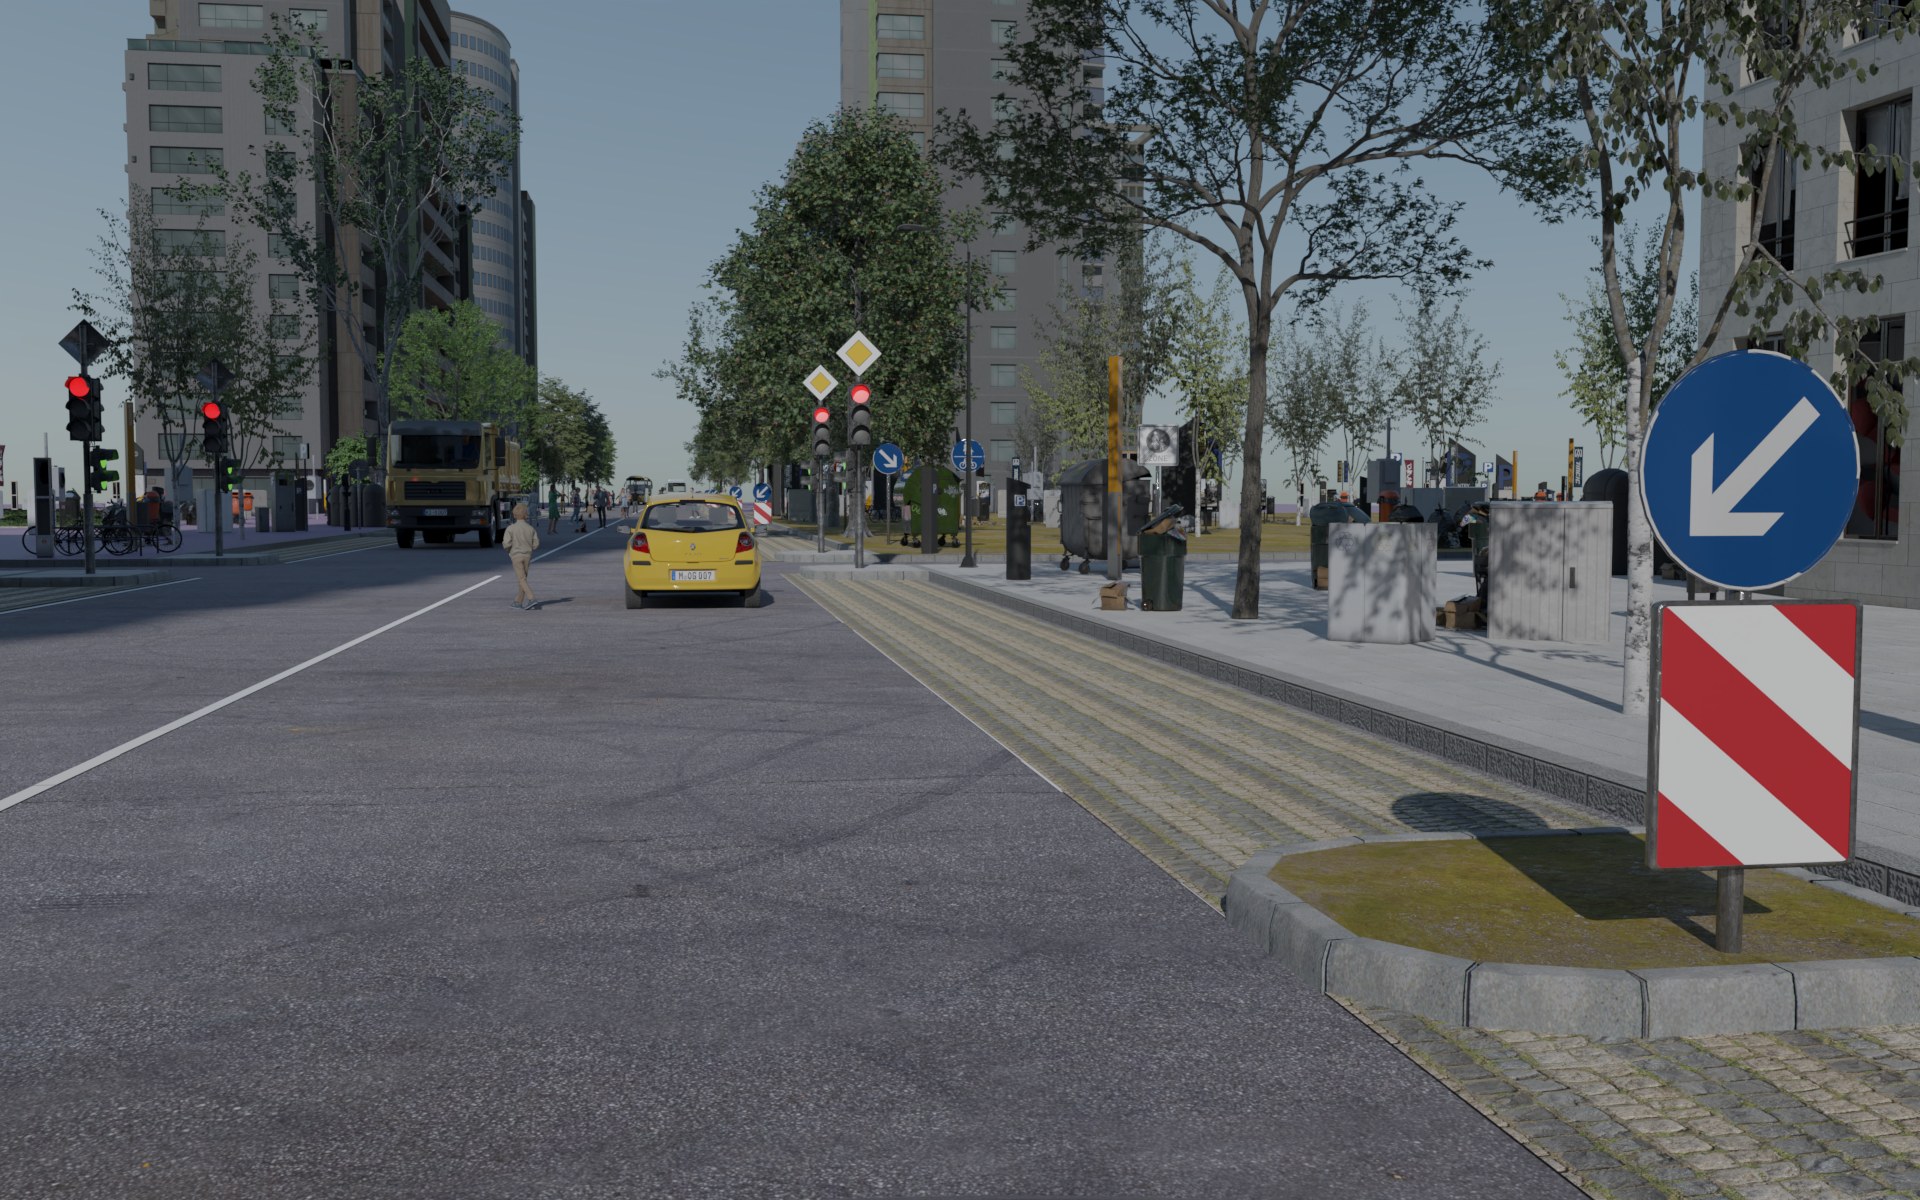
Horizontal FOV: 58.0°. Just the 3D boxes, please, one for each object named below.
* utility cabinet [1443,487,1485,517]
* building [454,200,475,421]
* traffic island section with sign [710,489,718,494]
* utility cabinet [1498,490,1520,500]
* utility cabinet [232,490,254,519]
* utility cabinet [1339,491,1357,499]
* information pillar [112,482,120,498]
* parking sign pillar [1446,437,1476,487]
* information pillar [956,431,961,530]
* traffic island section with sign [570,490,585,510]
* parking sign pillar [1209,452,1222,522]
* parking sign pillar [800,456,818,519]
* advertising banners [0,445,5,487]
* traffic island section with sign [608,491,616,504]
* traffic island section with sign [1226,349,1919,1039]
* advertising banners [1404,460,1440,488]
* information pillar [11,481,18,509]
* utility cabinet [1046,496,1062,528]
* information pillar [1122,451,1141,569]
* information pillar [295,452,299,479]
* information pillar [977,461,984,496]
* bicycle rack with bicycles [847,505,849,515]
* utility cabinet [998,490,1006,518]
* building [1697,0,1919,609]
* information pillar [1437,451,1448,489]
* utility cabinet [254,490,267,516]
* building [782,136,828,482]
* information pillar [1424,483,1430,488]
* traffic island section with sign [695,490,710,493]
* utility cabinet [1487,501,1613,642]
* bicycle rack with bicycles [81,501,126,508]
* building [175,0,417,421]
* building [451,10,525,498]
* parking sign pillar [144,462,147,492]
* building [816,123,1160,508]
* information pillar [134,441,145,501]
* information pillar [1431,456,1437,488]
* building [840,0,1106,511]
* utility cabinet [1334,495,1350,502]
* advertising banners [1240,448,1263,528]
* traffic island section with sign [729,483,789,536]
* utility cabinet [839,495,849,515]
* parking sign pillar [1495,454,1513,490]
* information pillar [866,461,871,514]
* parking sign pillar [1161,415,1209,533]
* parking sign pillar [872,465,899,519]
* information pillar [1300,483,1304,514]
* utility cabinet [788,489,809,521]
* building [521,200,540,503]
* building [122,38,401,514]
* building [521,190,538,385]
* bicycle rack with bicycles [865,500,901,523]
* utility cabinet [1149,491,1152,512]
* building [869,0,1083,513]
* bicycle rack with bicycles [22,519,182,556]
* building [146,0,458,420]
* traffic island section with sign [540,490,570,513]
[{"bbox_3d":[15.074,-2.640,51.836,1.173,1.500,0.318,0,4,2],"label":"utility cabinet"},{"bbox_3d":[-54.101,-24.035,164.677,14.160,30.474,14.107,-1,4,-9],"label":"building"},{"bbox_3d":[-11.379,-4.787,86.902,1.989,1.847,2.006,-1,4,-9],"label":"traffic island section with sign"},{"bbox_3d":[30.521,-5.364,96.383,1.173,1.500,0.318,0,4,1],"label":"utility cabinet"},{"bbox_3d":[-36.449,-4.838,87.784,1.173,1.500,0.318,2,4,30],"label":"utility cabinet"},{"bbox_3d":[24.688,-6.211,110.228,0.318,1.500,1.173,-3,5,-41],"label":"utility cabinet"},{"bbox_3d":[-50.697,-6.092,104.101,0.304,2.012,0.304,1,4,13],"label":"information pillar"},{"bbox_3d":[23.502,-5.678,81.302,1.447,3.967,1.447,3,4,37],"label":"parking sign pillar"},{"bbox_3d":[-0.058,-4.321,62.007,0.183,3.616,0.504,-1,4,-13],"label":"information pillar"},{"bbox_3d":[-35.776,-9.293,160.561,1.989,1.847,2.006,-1,4,-9],"label":"traffic island section with sign"},{"bbox_3d":[11.596,-5.598,80.006,1.447,3.967,1.447,-1,4,-22],"label":"parking sign pillar"},{"bbox_3d":[-7.621,-5.948,85.724,1.447,3.967,1.447,-1,4,-12],"label":"parking sign pillar"},{"bbox_3d":[-34.246,-3.941,60.628,0.090,3.025,2.074,1,4,20],"label":"advertising banners"},{"bbox_3d":[-49.201,-14.309,242.577,1.989,1.847,2.006,-1,4,-9],"label":"traffic island section with sign"},{"bbox_3d":[1.943,0.191,5.509,1.989,1.847,2.006,-1,4,-9],"label":"traffic island section with sign"},{"bbox_3d":[23.531,-5.615,87.999,2.074,3.025,0.090,0,4,-7],"label":"advertising banners"},{"bbox_3d":[-53.464,-5.716,97.943,0.304,2.012,0.304,-1,4,-20],"label":"information pillar"},{"bbox_3d":[3.752,-3.375,66.344,0.306,1.237,1.020,-3,5,-44],"label":"utility cabinet"},{"bbox_3d":[2.911,-1.551,29.851,0.304,2.012,0.304,-3,4,-36],"label":"information pillar"},{"bbox_3d":[-36.891,-6.428,96.459,0.183,3.616,0.504,0,4,-8],"label":"information pillar"},{"bbox_3d":[1.313,-7.195,108.985,0.504,3.616,0.183,0,4,7],"label":"information pillar"},{"bbox_3d":[-5.535,-5.433,102.216,2.925,0.926,2.852,-1,4,-16],"label":"bicycle rack with bicycles"},{"bbox_3d":[2.588,-5.058,91.374,1.173,1.500,0.318,2,4,29],"label":"utility cabinet"},{"bbox_3d":[16.398,-9.827,15.427,10.420,20.320,16.860,-1,4,-9],"label":"building"},{"bbox_3d":[25.768,-6.162,92.104,0.504,3.616,0.183,1,4,23],"label":"information pillar"},{"bbox_3d":[-40.333,-5.546,99.357,0.318,1.500,1.173,2,4,28],"label":"utility cabinet"},{"bbox_3d":[-12.306,-37.516,232.993,23.786,49.044,30.456,-1,4,-9],"label":"building"},{"bbox_3d":[31.406,-6.858,116.617,0.304,2.012,0.304,0,4,-5],"label":"information pillar"},{"bbox_3d":[-23.858,-9.447,163.086,1.989,1.847,2.006,-1,4,-9],"label":"traffic island section with sign"},{"bbox_3d":[5.198,-0.252,15.278,1.020,1.237,0.306,1,4,19],"label":"utility cabinet"},{"bbox_3d":[-43.258,-4.593,88.481,2.925,0.926,2.852,1,4,12],"label":"bicycle rack with bicycles"},{"bbox_3d":[-48.486,-27.217,128.590,14.154,41.232,14.086,-1,4,-9],"label":"building"},{"bbox_3d":[-65.314,-40.908,210.841,21.231,58.520,28.212,-1,4,-9],"label":"building"},{"bbox_3d":[-49.341,-7.090,104.400,1.447,3.967,1.447,-2,4,-31],"label":"parking sign pillar"},{"bbox_3d":[1.222,-29.310,171.094,32.217,40.220,23.993,-1,4,-9],"label":"building"},{"bbox_3d":[-36.407,-5.227,76.816,0.504,3.616,0.183,1,4,13],"label":"information pillar"},{"bbox_3d":[28.295,-6.847,103.307,0.504,3.616,0.183,3,5,42],"label":"information pillar"},{"bbox_3d":[0.634,-36.800,143.680,21.231,58.520,28.212,-1,4,-9],"label":"building"},{"bbox_3d":[21.748,-5.329,98.294,1.020,1.237,0.306,-1,4,-14],"label":"utility cabinet"},{"bbox_3d":[10.918,-4.194,64.764,0.090,3.025,2.074,2,4,32],"label":"advertising banners"},{"bbox_3d":[-7.026,-3.160,60.299,1.989,1.847,2.006,-1,4,-9],"label":"traffic island section with sign"},{"bbox_3d":[-7.054,-5.814,106.215,1.020,1.237,0.306,-3,5,-42],"label":"utility cabinet"},{"bbox_3d":[36.465,-7.779,115.660,1.447,3.967,1.447,0,4,-1],"label":"parking sign pillar"},{"bbox_3d":[-5.805,-7.246,109.823,0.183,3.616,0.504,-3,5,-40],"label":"information pillar"},{"bbox_3d":[7.358,-4.231,57.652,1.447,3.967,1.447,0,4,0],"label":"parking sign pillar"},{"bbox_3d":[-3.802,-6.163,89.242,1.447,3.967,1.447,-1,4,-12],"label":"parking sign pillar"},{"bbox_3d":[22.107,-6.576,112.008,0.304,2.012,0.304,0,4,8],"label":"information pillar"},{"bbox_3d":[-7.613,-4.535,82.830,1.173,1.500,0.318,-1,4,-14],"label":"utility cabinet"},{"bbox_3d":[-64.548,-33.596,232.883,14.154,41.232,14.086,-1,4,-9],"label":"building"},{"bbox_3d":[-45.578,-20.983,114.773,14.160,30.474,14.107,-1,4,-9],"label":"building"},{"bbox_3d":[-67.965,-36.523,247.254,14.600,45.320,14.200,-1,4,-9],"label":"building"},{"bbox_3d":[-2.681,-3.948,77.925,2.925,0.926,2.852,-1,4,-21],"label":"bicycle rack with bicycles"},{"bbox_3d":[12.295,-6.446,114.069,1.173,1.500,0.318,-3,4,-38],"label":"utility cabinet"},{"bbox_3d":[0.407,-26.823,122.146,14.154,41.232,14.086,-1,4,-9],"label":"building"},{"bbox_3d":[-18.196,-1.415,36.516,2.925,0.926,2.852,-1,4,-13],"label":"bicycle rack with bicycles"},{"bbox_3d":[-54.760,-31.908,145.390,21.300,48.544,21.600,-1,4,-9],"label":"building"},{"bbox_3d":[-31.412,-7.660,133.865,1.989,1.847,2.006,-1,4,-9],"label":"traffic island section with sign"}]
